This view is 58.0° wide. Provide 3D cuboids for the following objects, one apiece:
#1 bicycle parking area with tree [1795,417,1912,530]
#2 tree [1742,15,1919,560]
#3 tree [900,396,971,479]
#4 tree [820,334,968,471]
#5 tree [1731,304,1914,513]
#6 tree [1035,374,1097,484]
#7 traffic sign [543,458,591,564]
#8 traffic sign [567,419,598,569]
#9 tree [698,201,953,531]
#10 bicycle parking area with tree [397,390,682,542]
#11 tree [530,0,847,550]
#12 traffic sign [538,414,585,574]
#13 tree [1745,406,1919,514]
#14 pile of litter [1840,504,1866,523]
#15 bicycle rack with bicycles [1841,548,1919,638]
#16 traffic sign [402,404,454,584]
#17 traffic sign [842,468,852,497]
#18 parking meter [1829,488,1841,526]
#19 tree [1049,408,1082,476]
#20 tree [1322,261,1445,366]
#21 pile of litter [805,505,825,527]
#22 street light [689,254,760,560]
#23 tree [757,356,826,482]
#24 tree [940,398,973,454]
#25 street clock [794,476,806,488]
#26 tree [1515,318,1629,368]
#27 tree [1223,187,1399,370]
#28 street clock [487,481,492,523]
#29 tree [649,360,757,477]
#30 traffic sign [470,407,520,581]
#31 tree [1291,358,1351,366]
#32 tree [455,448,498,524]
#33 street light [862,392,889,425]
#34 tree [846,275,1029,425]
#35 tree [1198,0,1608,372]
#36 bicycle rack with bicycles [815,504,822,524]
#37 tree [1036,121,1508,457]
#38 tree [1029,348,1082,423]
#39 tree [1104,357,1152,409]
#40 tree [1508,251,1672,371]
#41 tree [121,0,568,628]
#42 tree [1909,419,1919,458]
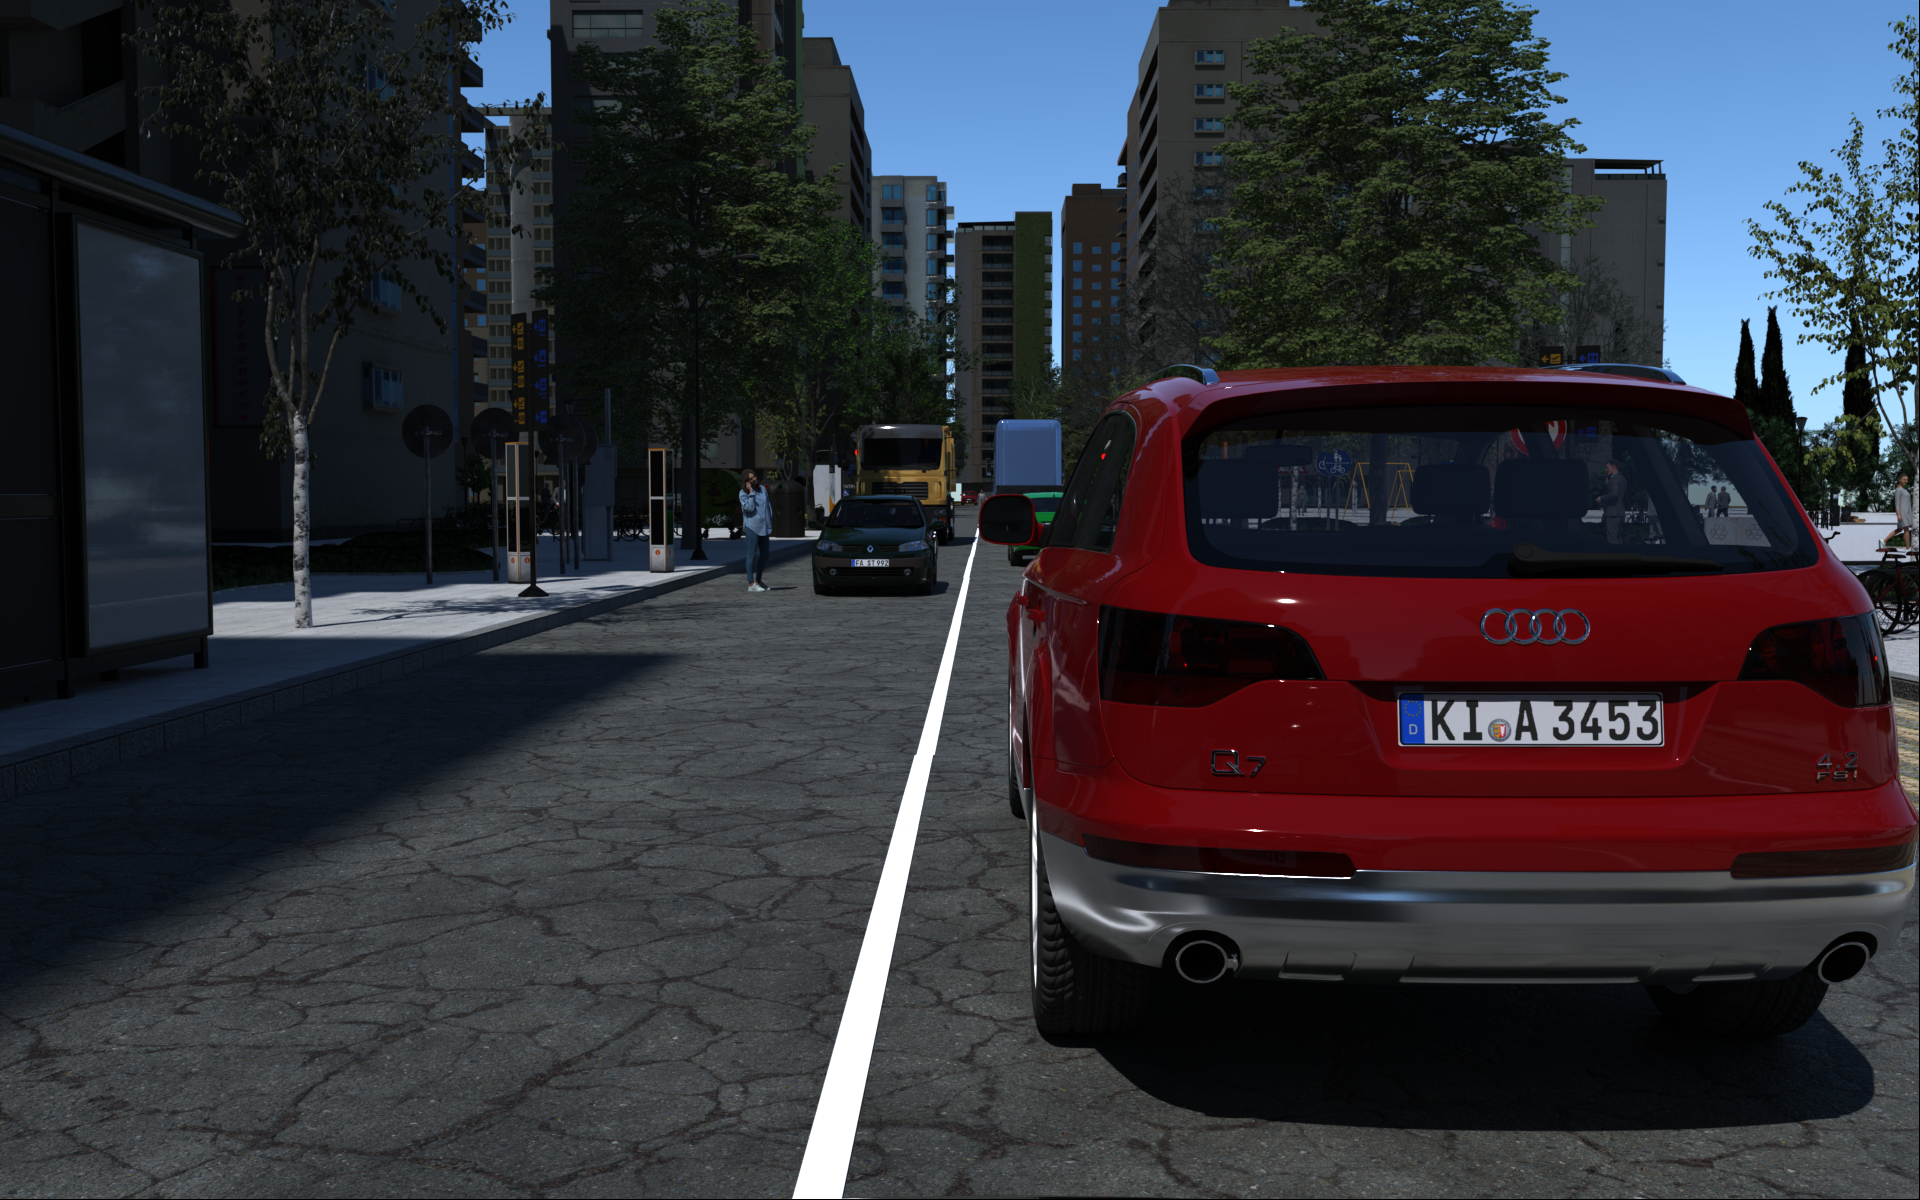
[{"bbox_3d":[33.578,-4.671,63.380,8.231,4.147,9.016,2,4,35],"label":"bicycle parking area with tree"},{"bbox_3d":[14.558,-4.653,26.438,4.737,8.622,4.395,0,3,0],"label":"tree"},{"bbox_3d":[-3.971,-15.984,178.339,9.611,12.733,9.660,0,3,0],"label":"tree"},{"bbox_3d":[-4.055,-10.245,101.919,8.767,10.594,7.601,-1,4,-16],"label":"tree"},{"bbox_3d":[61.709,-13.725,126.225,13.155,14.587,18.604,0,4,-8],"label":"tree"},{"bbox_3d":[9.933,-14.998,163.345,7.486,12.596,7.792,0,3,0],"label":"tree"},{"bbox_3d":[-7.181,-1.937,31.673,0.884,2.594,0.081,0,4,2],"label":"traffic sign"},{"bbox_3d":[-6.530,-1.793,29.425,0.768,2.556,0.104,0,4,3],"label":"traffic sign"},{"bbox_3d":[-5.283,-8.257,60.750,9.928,11.665,9.643,0,3,0],"label":"tree"},{"bbox_3d":[-11.862,-3.863,50.161,9.016,4.147,8.231,1,4,17],"label":"bicycle parking area with tree"},{"bbox_3d":[-5.919,-7.434,39.665,7.486,12.596,7.792,0,3,0],"label":"tree"},{"bbox_3d":[-6.379,-1.689,27.725,0.768,2.556,0.104,0,4,4],"label":"traffic sign"},{"bbox_3d":[52.391,-8.905,108.502,20.602,7.101,11.467,1,4,18],"label":"tree"},{"bbox_3d":[40.436,-3.946,78.486,1.176,0.858,1.719,3,5,40],"label":"pile of litter"},{"bbox_3d":[8.933,-0.175,16.241,2.925,0.926,2.852,0,4,-8],"label":"bicycle rack with bicycles"},{"bbox_3d":[-7.558,-1.498,24.600,0.768,2.556,0.104,0,4,5],"label":"traffic sign"},{"bbox_3d":[-5.786,-5.241,85.688,0.884,2.594,0.081,0,4,6],"label":"traffic sign"},{"bbox_3d":[35.039,-3.728,69.357,0.372,1.533,0.369,0,3,0],"label":"parking meter"},{"bbox_3d":[10.379,-15.424,186.590,8.767,10.594,7.601,2,4,30],"label":"tree"},{"bbox_3d":[29.898,-16.844,131.288,12.611,20.169,13.585,0,3,0],"label":"tree"},{"bbox_3d":[-5.672,-3.238,66.911,1.176,0.858,1.719,0,4,2],"label":"pile of litter"},{"bbox_3d":[-4.560,-3.737,33.639,1.470,5.913,1.316,0,4,1],"label":"street light"},{"bbox_3d":[-9.205,-8.708,92.744,4.737,8.622,4.395,0,3,0],"label":"tree"},{"bbox_3d":[-3.148,-18.391,207.341,9.857,13.997,8.962,0,3,0],"label":"tree"},{"bbox_3d":[-6.380,-3.959,69.292,0.471,2.002,0.358,2,4,25],"label":"street clock"},{"bbox_3d":[47.275,-14.131,132.859,13.155,14.587,18.604,-1,4,-9],"label":"tree"},{"bbox_3d":[8.301,-5.630,42.419,4.737,8.622,4.395,0,3,0],"label":"tree"},{"bbox_3d":[-19.126,-4.046,70.729,0.358,2.002,0.471,-3,4,-37],"label":"street clock"},{"bbox_3d":[-13.599,-8.367,87.170,4.737,8.622,4.395,0,3,0],"label":"tree"},{"bbox_3d":[-6.850,-1.553,25.498,0.768,2.556,0.104,1,4,8],"label":"traffic sign"},{"bbox_3d":[16.750,-8.024,81.553,4.360,8.622,3.978,0,3,0],"label":"tree"},{"bbox_3d":[-18.299,-4.317,65.180,1.663,3.219,1.824,0,3,0],"label":"tree"},{"bbox_3d":[-3.915,-6.518,79.106,1.470,5.913,1.316,0,4,1],"label":"street light"},{"bbox_3d":[-2.629,-17.915,148.805,12.611,20.169,13.585,0,3,0],"label":"tree"},{"bbox_3d":[8.668,-7.076,33.814,7.486,12.596,7.792,0,3,0],"label":"tree"},{"bbox_3d":[-6.136,-3.088,63.872,2.852,0.926,2.925,0,4,-4],"label":"bicycle rack with bicycles"},{"bbox_3d":[9.422,-8.929,56.353,12.009,13.543,11.850,0,3,0],"label":"tree"},{"bbox_3d":[10.497,-22.694,226.939,12.611,20.169,13.585,0,3,0],"label":"tree"},{"bbox_3d":[10.229,-8.772,93.788,4.737,8.622,4.395,0,3,0],"label":"tree"},{"bbox_3d":[31.156,-10.870,88.096,12.009,13.543,11.850,0,3,0],"label":"tree"},{"bbox_3d":[-6.147,-4.048,16.548,4.360,8.622,3.978,0,3,0],"label":"tree"},{"bbox_3d":[27.578,-3.845,46.578,4.285,4.588,4.351,0,3,0],"label":"tree"}]
